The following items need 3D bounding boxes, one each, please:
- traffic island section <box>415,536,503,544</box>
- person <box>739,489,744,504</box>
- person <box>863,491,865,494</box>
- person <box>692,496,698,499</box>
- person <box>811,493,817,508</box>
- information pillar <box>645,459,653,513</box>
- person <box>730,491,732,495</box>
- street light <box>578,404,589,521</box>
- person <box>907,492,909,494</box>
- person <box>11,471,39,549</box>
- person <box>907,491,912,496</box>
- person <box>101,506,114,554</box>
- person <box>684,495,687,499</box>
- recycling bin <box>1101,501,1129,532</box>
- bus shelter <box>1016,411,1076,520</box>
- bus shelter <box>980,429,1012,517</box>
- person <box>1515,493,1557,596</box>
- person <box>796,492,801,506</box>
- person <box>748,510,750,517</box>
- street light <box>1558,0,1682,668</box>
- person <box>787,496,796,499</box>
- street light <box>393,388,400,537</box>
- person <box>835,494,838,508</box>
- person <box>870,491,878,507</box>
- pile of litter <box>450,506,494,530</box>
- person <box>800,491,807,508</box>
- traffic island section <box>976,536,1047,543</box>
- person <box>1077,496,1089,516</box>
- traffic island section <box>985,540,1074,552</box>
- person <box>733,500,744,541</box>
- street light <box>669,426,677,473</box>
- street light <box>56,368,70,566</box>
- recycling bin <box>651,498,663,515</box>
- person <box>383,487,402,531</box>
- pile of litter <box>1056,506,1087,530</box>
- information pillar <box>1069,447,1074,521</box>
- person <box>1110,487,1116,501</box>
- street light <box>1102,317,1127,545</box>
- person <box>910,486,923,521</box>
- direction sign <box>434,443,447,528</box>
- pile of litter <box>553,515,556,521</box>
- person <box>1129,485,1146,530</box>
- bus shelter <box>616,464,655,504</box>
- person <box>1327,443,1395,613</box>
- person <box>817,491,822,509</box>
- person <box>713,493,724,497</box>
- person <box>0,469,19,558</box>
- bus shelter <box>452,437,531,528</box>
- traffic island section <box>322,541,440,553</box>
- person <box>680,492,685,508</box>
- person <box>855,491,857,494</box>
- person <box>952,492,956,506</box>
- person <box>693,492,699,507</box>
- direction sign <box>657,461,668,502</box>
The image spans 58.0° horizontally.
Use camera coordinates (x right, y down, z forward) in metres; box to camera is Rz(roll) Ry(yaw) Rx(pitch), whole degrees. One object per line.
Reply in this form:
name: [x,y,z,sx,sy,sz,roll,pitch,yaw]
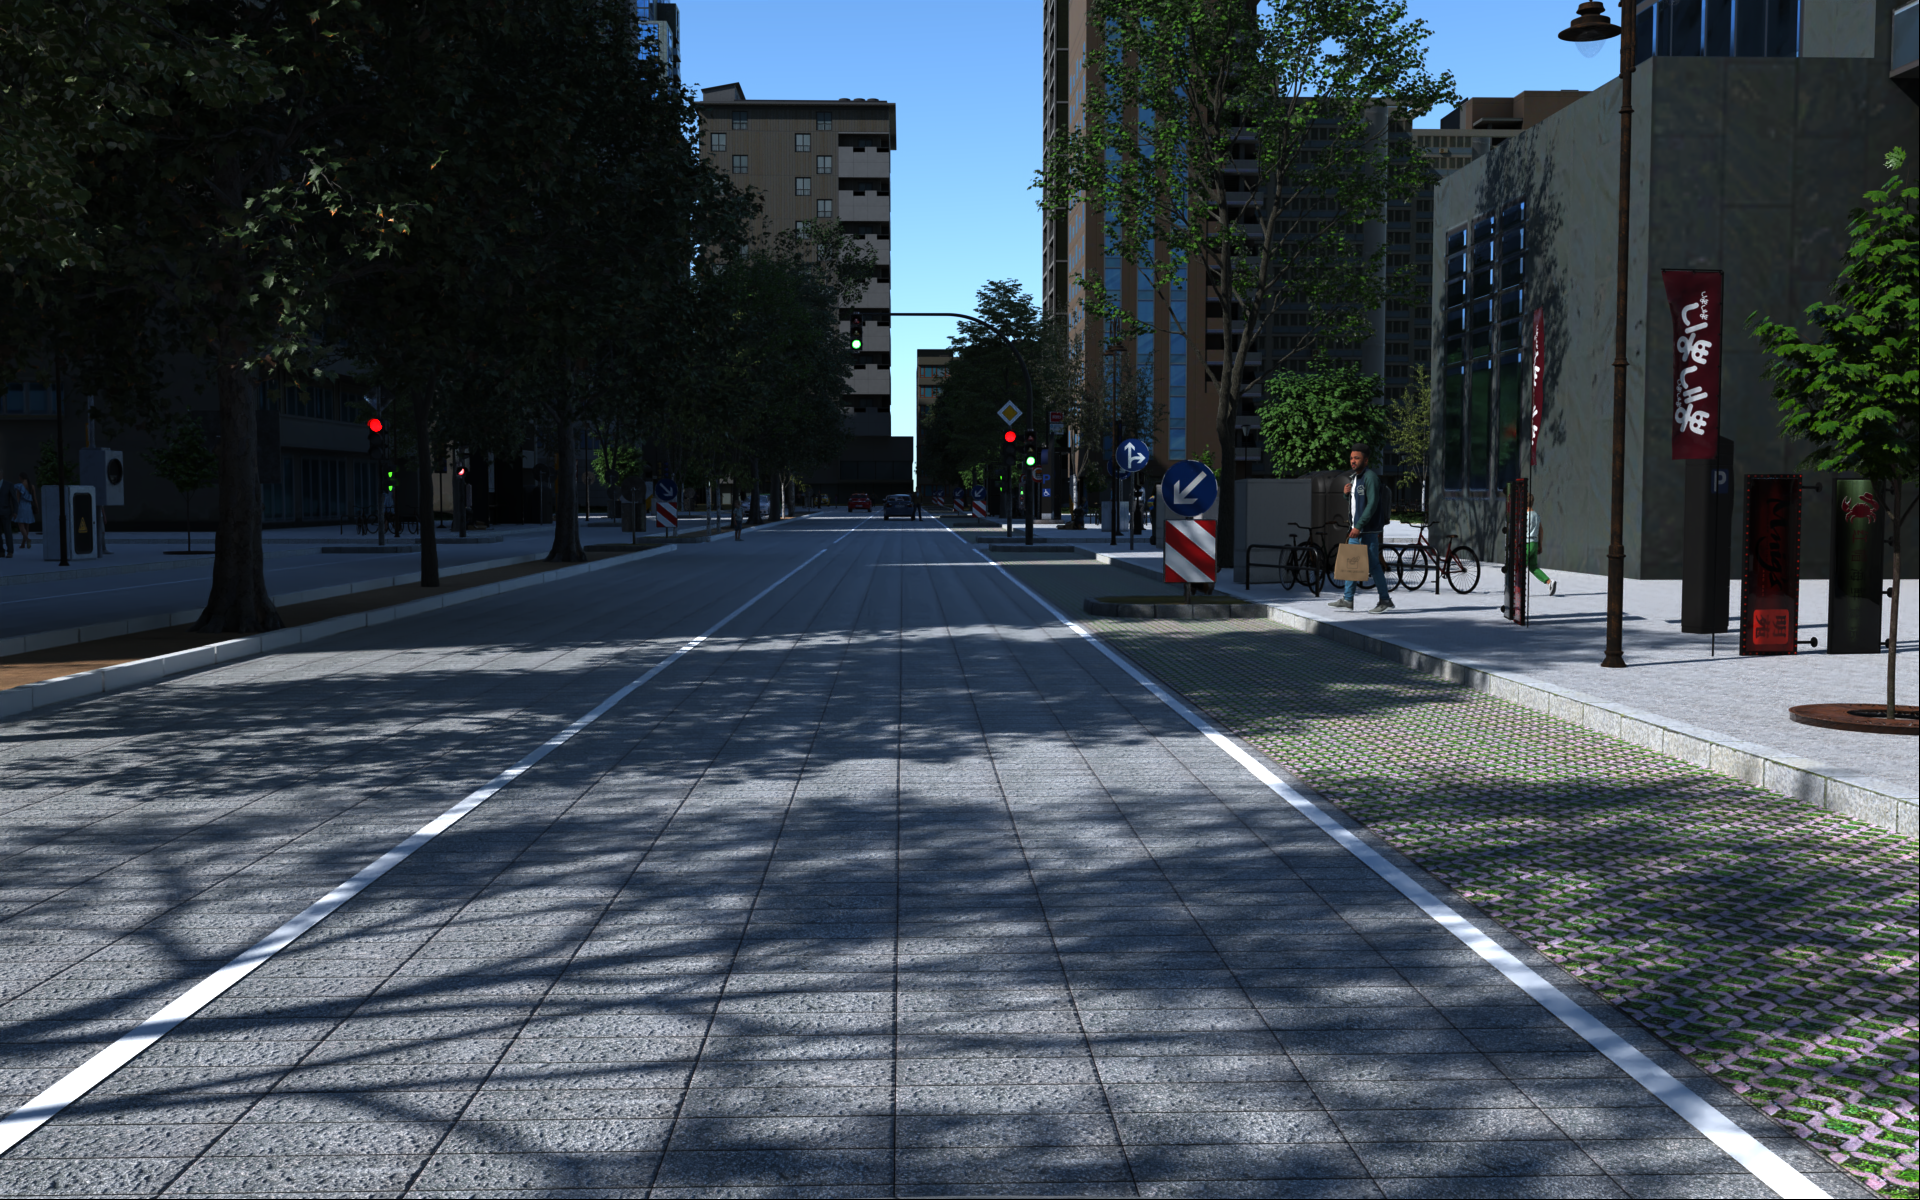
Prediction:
traffic island section: [-14.731,-1.772,51.250,2.009,0.180,2.903,0,4,-2]
person: [-21.918,-10.287,174.257,0.705,1.821,1.348,-3,5,-44]
person: [-11.147,-11.723,200.185,1.348,1.822,0.705,1,4,16]
person: [-26.731,-10.174,173.180,1.217,1.735,0.721,0,4,1]
person: [-15.246,-10.443,179.386,1.348,1.807,0.705,1,4,17]
information pillar: [-20.678,-7.568,115.093,0.504,3.616,0.183,0,4,-7]
person: [-25.324,-11.392,193.100,0.742,1.727,0.445,1,4,15]
street light: [-17.702,-6.683,82.052,0.468,5.910,1.993,0,4,-2]
person: [-6.252,-11.847,203.025,0.721,1.723,1.217,0,4,-6]
person: [-21.931,-2.113,40.690,0.778,1.811,0.616,3,5,43]
person: [-5.890,-11.768,200.985,1.350,1.814,0.705,2,4,32]
person: [-18.309,-1.720,36.755,0.523,1.515,0.503,0,4,3]
person: [-31.709,-11.807,199.823,0.721,1.736,1.217,-1,4,-14]
recycling bin: [5.308,-2.856,59.252,0.722,1.027,0.722,2,4,33]
bus shelter: [4.050,-6.349,81.435,2.179,5.291,8.768,0,4,-2]
bus shelter: [2.303,-7.599,101.877,2.179,5.291,8.768,0,4,-2]
person: [7.143,-0.692,21.613,0.590,1.304,0.306,2,4,34]
person: [-18.595,-11.675,200.102,1.217,1.736,0.721,0,4,1]
person: [-12.770,-6.045,107.550,0.699,1.804,1.509,1,4,20]
street light: [4.857,-2.440,12.689,0.468,5.910,1.993,0,4,-2]
person: [-16.072,-9.617,165.867,0.705,1.807,1.348,2,4,33]
street light: [-16.728,-4.802,51.293,0.468,5.910,1.993,0,4,-2]
person: [-12.464,-9.883,173.308,0.599,1.433,0.991,0,4,-3]
person: [-9.560,-11.090,190.546,1.217,1.735,0.721,2,4,24]
pile of litter: [-17.473,-2.936,61.971,1.719,0.858,1.176,-2,4,-31]
person: [-15.616,-10.077,173.988,1.217,1.736,0.721,-3,5,-43]
traffic island section: [1.502,-1.804,51.776,2.009,0.180,2.903,0,4,-2]
person: [7.191,-5.492,101.328,0.738,1.151,1.012,-1,4,-9]
traffic island section: [1.765,-1.316,43.796,2.009,0.180,2.903,0,4,-2]
person: [-6.759,-2.431,52.928,0.332,1.250,0.352,0,4,5]
street light: [-18.756,-8.600,113.402,0.468,5.910,1.993,0,4,-2]
street light: [-16.028,-3.548,30.804,0.468,5.910,1.993,0,4,-2]
recycling bin: [-18.229,-5.608,104.249,0.722,1.027,0.722,-1,4,-11]
person: [-19.470,-3.240,59.111,0.616,1.811,0.778,3,4,38]
pile of litter: [4.044,-2.976,62.620,1.176,0.858,1.719,1,4,13]
information pillar: [4.865,-5.115,74.991,0.183,3.616,0.504,-1,4,-16]
person: [11.008,-7.219,124.091,0.620,1.820,0.660,1,4,19]
street light: [3.861,-4.318,43.386,0.468,5.910,1.993,0,4,-2]
person: [-2.313,-5.107,91.914,0.836,1.842,0.656,3,5,45]
direction sign: [-19.454,-4.459,64.895,0.379,3.537,0.876,1,4,12]
pile of litter: [-19.099,-4.226,83.064,1.176,0.858,1.719,2,4,34]
person: [6.325,-3.404,61.803,0.679,1.850,0.850,-2,4,-31]
bus shelter: [-20.280,-6.941,107.410,2.014,3.302,5.546,0,4,-2]
person: [4.310,-0.766,18.553,0.713,1.824,0.794,1,4,12]
person: [-13.771,-9.857,170.210,0.434,1.755,0.990,1,4,20]
person: [-28.231,-11.987,202.164,1.348,1.807,0.705,1,4,15]
person: [-19.332,-1.752,34.857,0.661,1.801,0.590,-1,4,-11]
bus shelter: [-18.585,-4.756,69.044,1.731,3.624,6.357,0,4,-2]
traffic island section: [-14.468,-1.284,43.269,2.009,0.180,2.903,0,4,-2]
person: [-25.165,-9.254,158.143,0.742,1.727,0.445,-1,4,-19]
person: [-10.953,-10.705,184.041,0.721,1.766,1.217,-2,4,-34]
person: [-0.488,-10.742,182.128,0.568,1.767,0.683,2,4,26]
person: [-25.264,-9.754,165.977,0.568,1.767,0.683,1,4,9]
direction sign: [-20.233,-7.703,117.941,0.876,3.537,0.379,-3,5,-41]
